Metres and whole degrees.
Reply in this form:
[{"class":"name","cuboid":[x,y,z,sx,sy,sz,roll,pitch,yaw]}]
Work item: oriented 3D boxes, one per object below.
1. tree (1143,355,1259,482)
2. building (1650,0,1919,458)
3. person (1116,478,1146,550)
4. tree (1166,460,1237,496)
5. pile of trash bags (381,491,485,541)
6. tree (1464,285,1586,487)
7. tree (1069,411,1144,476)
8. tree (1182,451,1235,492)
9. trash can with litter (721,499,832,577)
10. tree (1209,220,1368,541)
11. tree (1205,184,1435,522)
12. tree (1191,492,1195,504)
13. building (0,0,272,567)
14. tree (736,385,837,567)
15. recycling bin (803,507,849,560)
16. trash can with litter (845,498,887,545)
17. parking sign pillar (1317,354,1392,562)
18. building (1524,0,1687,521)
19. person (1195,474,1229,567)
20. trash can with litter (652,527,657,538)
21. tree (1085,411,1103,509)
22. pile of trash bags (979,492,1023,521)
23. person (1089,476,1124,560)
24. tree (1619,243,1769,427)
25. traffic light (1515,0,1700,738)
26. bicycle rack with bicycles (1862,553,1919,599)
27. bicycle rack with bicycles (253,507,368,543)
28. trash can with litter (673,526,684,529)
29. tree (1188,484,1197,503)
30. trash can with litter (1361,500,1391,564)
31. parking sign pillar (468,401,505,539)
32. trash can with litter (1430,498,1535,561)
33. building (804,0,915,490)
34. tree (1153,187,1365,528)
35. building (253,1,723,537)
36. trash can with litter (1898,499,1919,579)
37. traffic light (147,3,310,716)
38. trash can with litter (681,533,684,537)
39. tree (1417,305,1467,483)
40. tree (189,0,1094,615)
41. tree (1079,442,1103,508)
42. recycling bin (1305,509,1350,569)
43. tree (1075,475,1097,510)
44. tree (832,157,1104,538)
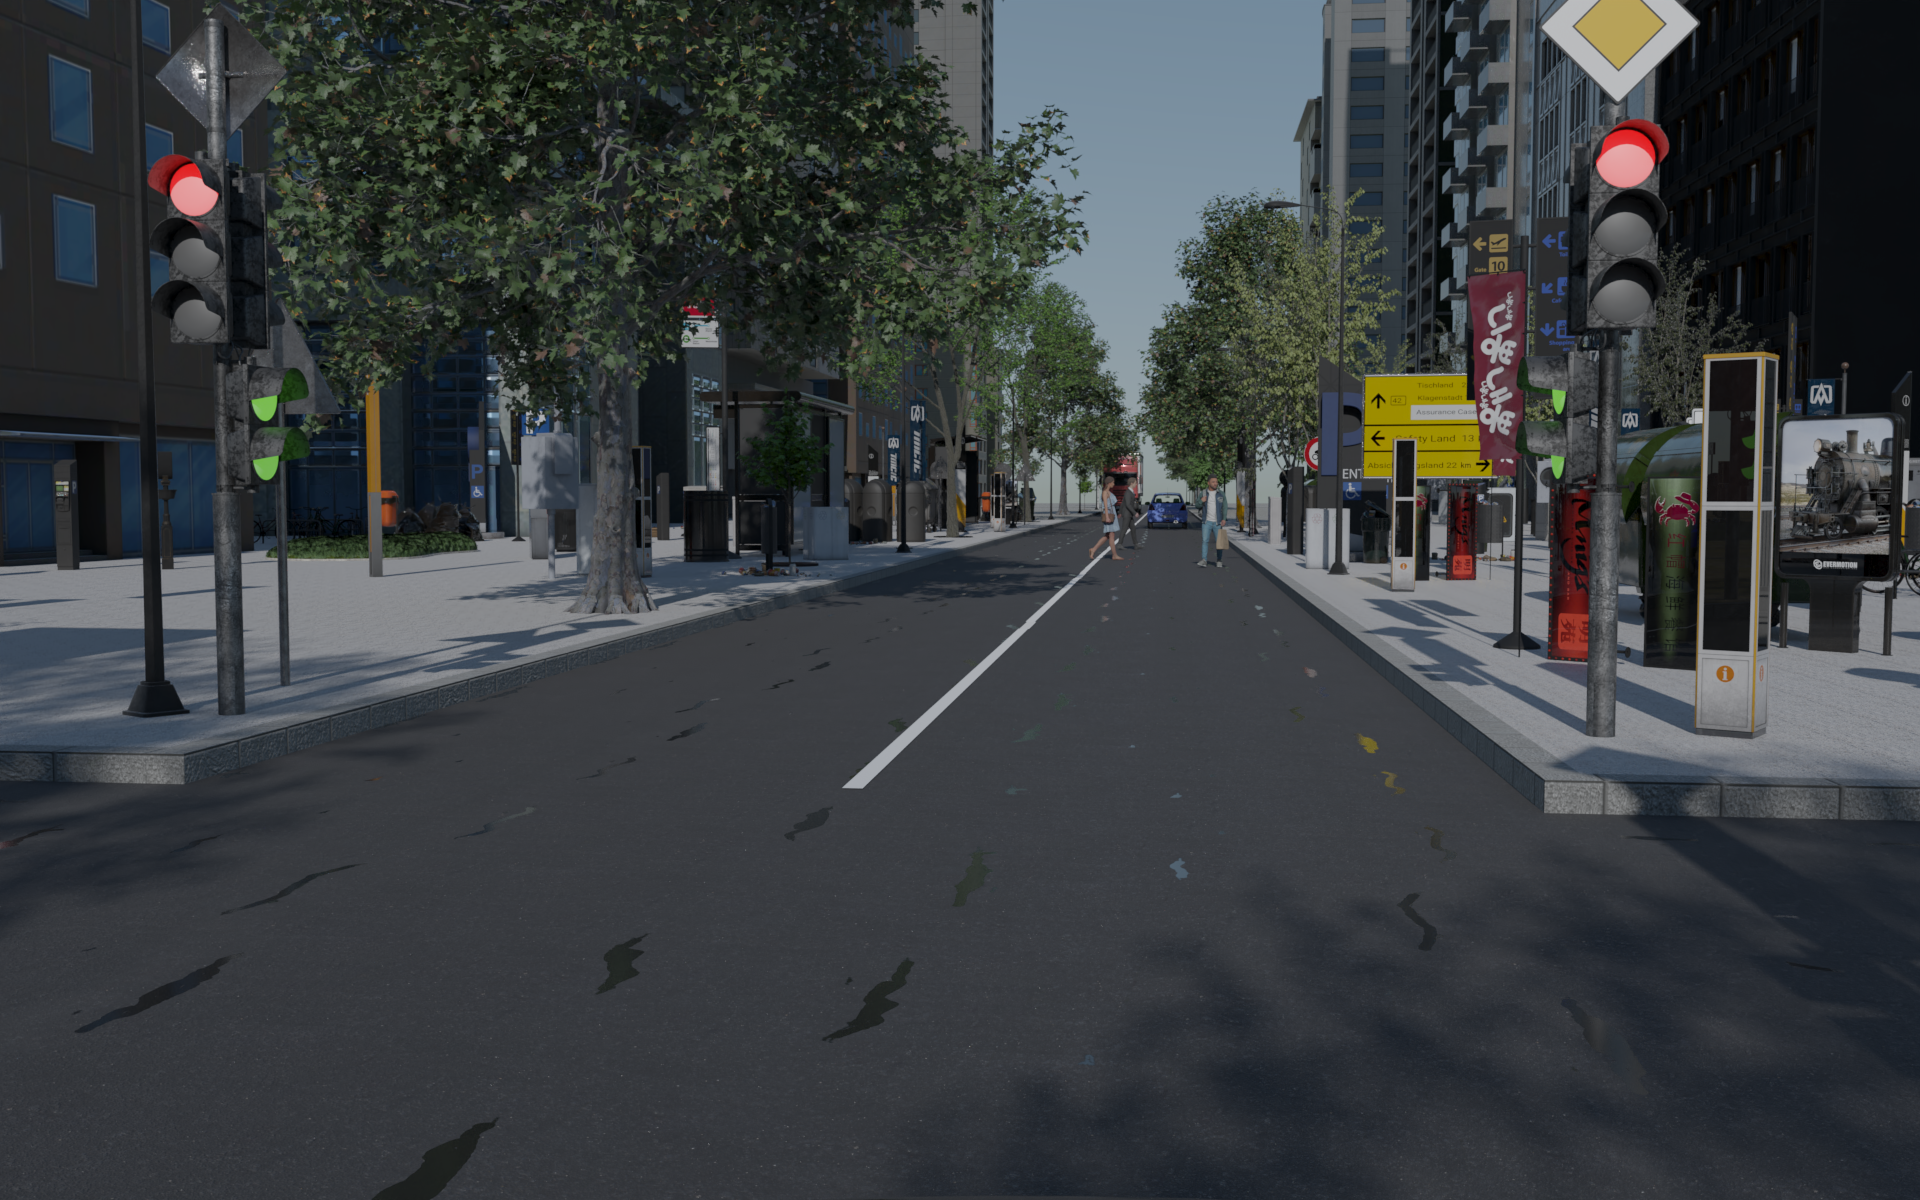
[{"class":"tree","cuboid":[19.442,-14.152,138.037,9.857,13.997,8.962,0,3,0]},{"class":"building","cuboid":[30.015,-13.678,53.311,12.332,23.373,15.834,0,4,7]},{"class":"person","cuboid":[4.383,-2.203,44.295,0.755,1.850,0.659,0,4,7]},{"class":"tree","cuboid":[24.203,-15.778,176.101,7.486,12.596,7.792,0,3,0]},{"class":"pile of trash bags","cuboid":[-14.197,-2.200,45.730,1.912,1.369,3.447,1,4,18]},{"class":"tree","cuboid":[19.696,-6.657,59.210,4.737,8.622,4.395,0,3,0]},{"class":"tree","cuboid":[14.944,-14.959,178.996,8.767,10.594,7.601,1,4,13]},{"class":"tree","cuboid":[16.166,-7.844,111.967,4.285,4.588,4.351,0,3,0]},{"class":"trash can with litter","cuboid":[-2.996,-1.022,27.771,1.678,1.210,2.233,-1,4,-12]},{"class":"tree","cuboid":[9.090,-5.946,47.584,4.360,8.622,3.978,0,3,0]},{"class":"tree","cuboid":[8.249,-5.514,40.509,4.737,8.622,4.395,0,3,0]},{"class":"tree","cuboid":[31.396,-18.758,232.455,9.928,11.665,9.643,0,3,0]},{"class":"building","cuboid":[-23.252,-23.351,31.901,14.600,45.320,14.200,0,4,7]},{"class":"tree","cuboid":[-3.075,-2.229,31.039,1.663,3.219,1.824,0,3,0]},{"class":"recycling bin","cuboid":[-2.628,-1.305,33.892,0.722,1.027,0.722,-2,4,-24]},{"class":"trash can with litter","cuboid":[-2.665,-2.032,44.281,2.233,1.210,1.678,-3,4,-37]},{"class":"parking sign pillar","cuboid":[7.523,-2.737,33.228,1.447,3.967,1.447,1,4,12]},{"class":"building","cuboid":[31.706,-15.499,71.430,12.078,24.808,19.932,0,4,7]},{"class":"person","cuboid":[4.948,-1.540,33.656,0.794,1.824,0.713,2,4,30]},{"class":"trash can with litter","cuboid":[-9.373,-2.433,51.166,1.055,1.170,0.624,-3,4,-36]},{"class":"tree","cuboid":[12.448,-12.390,152.940,4.737,8.622,4.395,0,3,0]},{"class":"pile of trash bags","cuboid":[1.767,-4.396,81.627,1.912,1.369,3.447,1,4,21]},{"class":"person","cuboid":[3.176,-1.772,37.564,0.778,1.811,0.616,1,4,17]},{"class":"tree","cuboid":[21.000,-6.131,50.605,4.360,8.622,3.978,0,3,0]},{"class":"traffic light","cuboid":[3.381,-1.233,9.079,0.839,4.253,0.868,0,4,7]},{"class":"bicycle rack with bicycles","cuboid":[12.619,-0.492,21.428,2.925,0.926,2.852,3,5,41]},{"class":"bicycle rack with bicycles","cuboid":[-16.890,-1.957,45.373,2.925,0.926,2.852,1,4,18]},{"class":"trash can with litter","cuboid":[-9.735,-3.227,63.818,1.678,1.210,2.233,0,4,-6]},{"class":"tree","cuboid":[12.362,-7.808,78.021,4.737,8.622,4.395,0,3,0]},{"class":"trash can with litter","cuboid":[7.927,-1.259,31.968,1.055,1.170,0.624,1,4,14]},{"class":"parking sign pillar","cuboid":[-13.881,-3.752,49.823,1.447,3.967,1.447,-1,4,-15]},{"class":"trash can with litter","cuboid":[9.887,-1.377,33.569,2.233,1.210,1.678,2,4,29]},{"class":"building","cuboid":[-11.443,-29.719,136.009,14.600,45.320,14.200,0,4,7]},{"class":"tree","cuboid":[10.791,-9.052,65.010,9.611,12.733,9.660,0,3,0]},{"class":"building","cuboid":[-21.985,-46.061,65.762,22.319,86.520,31.000,0,4,7]},{"class":"trash can with litter","cuboid":[14.798,-0.976,27.010,1.678,1.210,2.233,0,4,1]},{"class":"traffic light","cuboid":[-4.228,-1.288,9.972,0.839,4.253,0.868,0,4,7]},{"class":"trash can with litter","cuboid":[-7.485,-2.357,49.916,1.055,1.170,0.624,-3,5,-42]},{"class":"tree","cuboid":[19.978,-7.234,68.637,4.360,8.622,3.978,0,3,0]},{"class":"tree","cuboid":[-3.733,-6.219,18.691,9.611,12.733,9.660,0,3,0]},{"class":"tree","cuboid":[12.899,-12.796,159.571,4.360,8.622,3.978,0,3,0]},{"class":"recycling bin","cuboid":[6.330,-1.059,29.861,0.722,1.027,0.722,1,4,10]},{"class":"tree","cuboid":[9.887,-8.724,137.238,1.663,3.219,1.824,0,3,0]},{"class":"tree","cuboid":[-0.199,-7.655,50.919,9.928,11.665,9.643,0,3,0]}]
